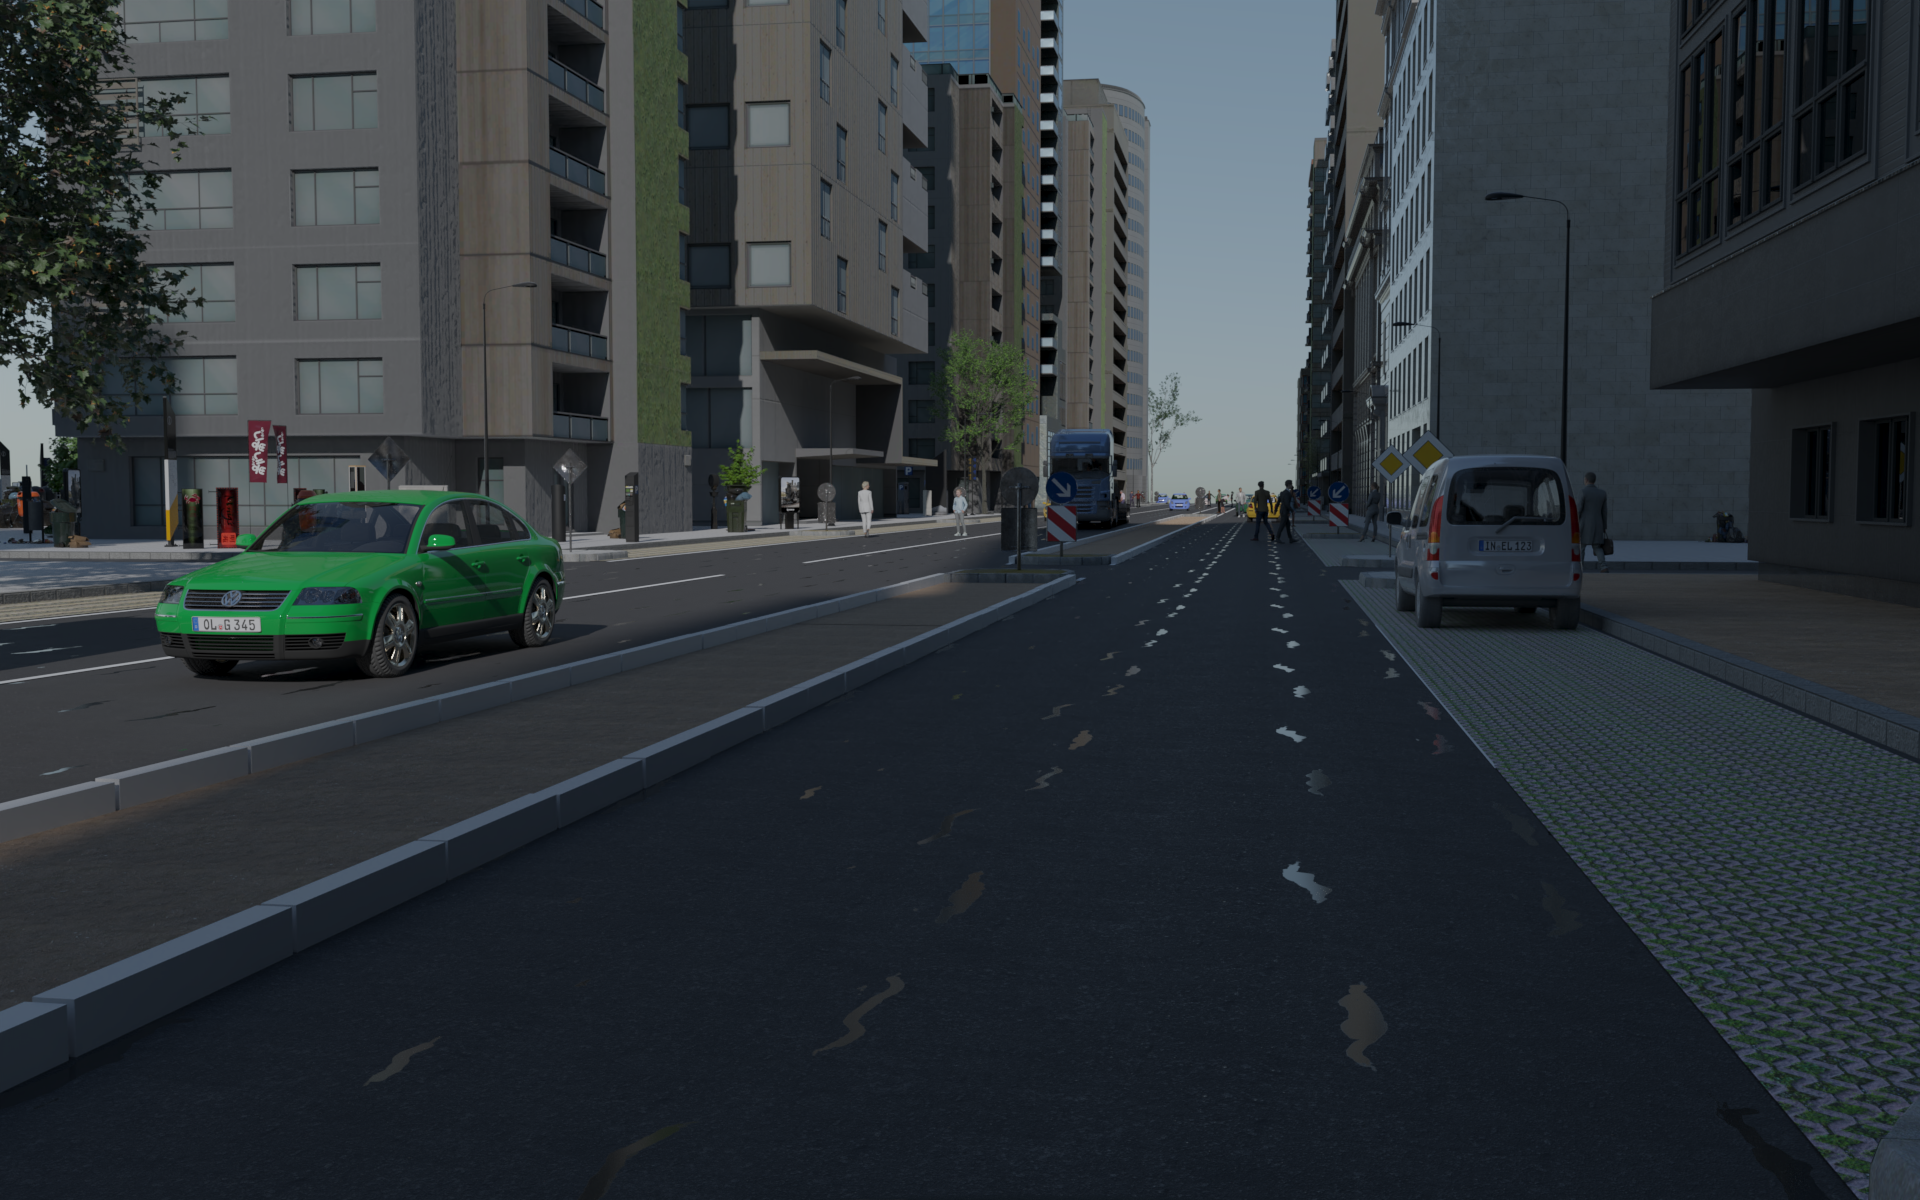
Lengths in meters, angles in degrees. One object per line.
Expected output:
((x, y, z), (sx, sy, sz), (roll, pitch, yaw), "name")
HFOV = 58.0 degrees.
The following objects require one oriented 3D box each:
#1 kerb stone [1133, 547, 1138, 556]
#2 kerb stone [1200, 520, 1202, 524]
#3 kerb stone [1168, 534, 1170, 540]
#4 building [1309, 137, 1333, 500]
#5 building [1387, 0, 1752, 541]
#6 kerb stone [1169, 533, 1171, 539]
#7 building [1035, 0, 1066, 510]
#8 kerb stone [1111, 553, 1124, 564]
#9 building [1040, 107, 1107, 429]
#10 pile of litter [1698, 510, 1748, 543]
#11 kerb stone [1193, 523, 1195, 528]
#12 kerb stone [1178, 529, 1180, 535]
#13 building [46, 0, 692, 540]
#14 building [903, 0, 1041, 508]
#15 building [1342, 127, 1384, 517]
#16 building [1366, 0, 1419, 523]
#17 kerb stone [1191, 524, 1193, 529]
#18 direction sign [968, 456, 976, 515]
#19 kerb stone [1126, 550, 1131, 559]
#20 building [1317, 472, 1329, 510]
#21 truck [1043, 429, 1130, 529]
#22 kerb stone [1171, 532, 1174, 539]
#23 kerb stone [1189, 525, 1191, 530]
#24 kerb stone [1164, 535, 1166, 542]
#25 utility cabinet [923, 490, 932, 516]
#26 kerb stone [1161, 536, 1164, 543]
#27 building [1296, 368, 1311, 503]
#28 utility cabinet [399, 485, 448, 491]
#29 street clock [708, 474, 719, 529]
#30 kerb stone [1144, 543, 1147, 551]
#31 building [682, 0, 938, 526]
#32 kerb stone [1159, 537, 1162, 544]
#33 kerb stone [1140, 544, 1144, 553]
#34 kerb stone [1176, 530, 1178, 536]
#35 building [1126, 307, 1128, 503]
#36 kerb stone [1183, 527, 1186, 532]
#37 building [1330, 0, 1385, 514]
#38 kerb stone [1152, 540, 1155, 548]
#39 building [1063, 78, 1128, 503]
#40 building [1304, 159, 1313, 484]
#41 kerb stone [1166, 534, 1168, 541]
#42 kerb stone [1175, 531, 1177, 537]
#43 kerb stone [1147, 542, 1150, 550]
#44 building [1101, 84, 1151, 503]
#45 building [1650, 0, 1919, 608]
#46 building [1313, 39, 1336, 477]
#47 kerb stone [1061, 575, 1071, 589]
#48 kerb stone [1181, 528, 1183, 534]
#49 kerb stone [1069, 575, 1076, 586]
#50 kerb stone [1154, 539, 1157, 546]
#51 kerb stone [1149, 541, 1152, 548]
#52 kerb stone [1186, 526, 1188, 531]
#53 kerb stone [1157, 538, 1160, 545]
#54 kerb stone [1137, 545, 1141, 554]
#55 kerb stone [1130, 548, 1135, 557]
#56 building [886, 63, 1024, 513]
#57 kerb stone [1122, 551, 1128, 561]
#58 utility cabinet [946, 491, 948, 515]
((3.946, -1.080, 39.852), (0.120, 0.150, 1.000), (1, 4, 10), "kerb stone")
((10.873, -3.485, 79.177), (0.120, 0.150, 1.000), (1, 4, 10), "kerb stone")
((6.254, -1.881, 52.954), (0.120, 0.150, 1.000), (1, 4, 10), "kerb stone")
((47.748, -31.609, 200.405), (14.154, 41.232, 14.086), (1, 4, 10), "building")
((19.719, -12.274, 55.433), (10.420, 20.320, 16.860), (1, 4, 10), "building")
((6.424, -1.944, 53.972), (0.120, 0.150, 1.000), (1, 4, 10), "kerb stone")
((-1.198, -51.628, 156.786), (22.319, 86.520, 31.000), (1, 4, 10), "building")
((3.228, -0.828, 35.799), (0.120, 0.150, 1.000), (1, 4, 10), "kerb stone")
((7.507, -30.330, 179.486), (14.154, 41.232, 14.086), (1, 4, 10), "building")
((20.386, -1.949, 45.838), (1.176, 0.858, 1.719), (-1, 4, -11), "pile of litter")
((9.456, -2.988, 71.100), (0.120, 0.150, 1.000), (1, 4, 10), "kerb stone")
((7.317, -2.251, 59.006), (0.120, 0.150, 1.000), (1, 4, 10), "kerb stone")
((-17.290, -22.576, 52.715), (14.154, 41.232, 14.086), (1, 4, 10), "building")
((-1.523, -29.633, 134.604), (14.600, 45.320, 14.200), (1, 4, 10), "building")
((28.403, -15.535, 95.799), (13.314, 21.916, 24.055), (1, 4, 10), "building")
((24.805, -17.566, 73.113), (13.634, 28.700, 20.117), (1, 4, 10), "building")
((9.098, -2.868, 69.083), (0.120, 0.150, 1.000), (1, 4, 10), "kerb stone")
((0.744, -6.860, 104.154), (0.379, 3.537, 0.876), (-2, 4, -31), "direction sign")
((3.581, -0.957, 37.835), (0.120, 0.150, 1.000), (1, 4, 10), "kerb stone")
((45.407, -27.320, 138.557), (32.217, 40.220, 23.993), (1, 4, 10), "building")
((5.974, -5.360, 77.387), (2.967, 4.110, 18.799), (1, 4, 8), "truck")
((6.611, -2.003, 54.978), (0.120, 0.150, 1.000), (1, 4, 10), "kerb stone")
((8.749, -2.741, 67.069), (0.120, 0.150, 1.000), (1, 4, 10), "kerb stone")
((5.901, -1.758, 50.936), (0.120, 0.150, 1.000), (1, 4, 10), "kerb stone")
((-1.889, -5.625, 100.642), (0.318, 1.500, 1.173), (-1, 4, -11), "utility cabinet")
((5.725, -1.696, 49.929), (0.120, 0.150, 1.000), (1, 4, 10), "kerb stone")
((62.817, -24.736, 249.468), (27.650, 21.520, 28.899), (1, 4, 10), "building")
((-13.574, -2.152, 43.861), (1.173, 1.500, 0.318), (-1, 4, -12), "utility cabinet")
((-8.956, -3.577, 63.051), (0.358, 2.002, 0.471), (-2, 4, -33), "street clock")
((4.477, -1.265, 42.875), (0.120, 0.150, 1.000), (1, 4, 10), "kerb stone")
((-16.730, -30.104, 81.443), (28.713, 52.752, 27.495), (1, 4, 10), "building")
((5.540, -1.635, 48.924), (0.120, 0.150, 1.000), (1, 4, 10), "kerb stone")
((4.295, -1.203, 41.866), (0.120, 0.150, 1.000), (1, 4, 10), "kerb stone")
((7.137, -2.188, 58.000), (0.120, 0.150, 1.000), (1, 4, 10), "kerb stone")
((14.296, -27.785, 225.978), (14.160, 30.474, 14.107), (1, 4, 10), "building")
((8.036, -2.498, 63.042), (0.120, 0.150, 1.000), (1, 4, 10), "kerb stone")
((36.491, -30.157, 116.765), (21.300, 48.544, 21.600), (1, 4, 10), "building")
((5.006, -1.450, 45.903), (0.120, 0.150, 1.000), (1, 4, 10), "kerb stone")
((8.583, -35.711, 207.571), (21.300, 48.544, 21.600), (1, 4, 10), "building")
((55.418, -34.628, 220.786), (22.147, 44.769, 28.867), (1, 4, 10), "building")
((6.071, -1.819, 51.944), (0.120, 0.150, 1.000), (1, 4, 10), "kerb stone")
((6.963, -2.128, 56.993), (0.120, 0.150, 1.000), (1, 4, 10), "kerb stone")
((4.660, -1.326, 43.889), (0.120, 0.150, 1.000), (1, 4, 10), "kerb stone")
((15.599, -43.171, 247.848), (21.231, 58.520, 28.212), (1, 4, 10), "building")
((15.088, -13.387, 12.390), (14.314, 27.812, 24.014), (1, 4, 10), "building")
((46.391, -33.412, 165.896), (23.786, 49.044, 30.456), (1, 4, 10), "building")
((1.522, -0.241, 26.142), (0.120, 0.150, 1.000), (1, 4, 10), "kerb stone")
((7.678, -2.375, 61.023), (0.120, 0.150, 1.000), (1, 4, 10), "kerb stone")
((1.703, -0.300, 27.148), (0.120, 0.150, 1.000), (1, 4, 10), "kerb stone")
((5.187, -1.509, 46.911), (0.120, 0.150, 1.000), (1, 4, 10), "kerb stone")
((4.832, -1.388, 44.897), (0.120, 0.150, 1.000), (1, 4, 10), "kerb stone")
((8.394, -2.621, 65.054), (0.120, 0.150, 1.000), (1, 4, 10), "kerb stone")
((5.365, -1.572, 47.918), (0.120, 0.150, 1.000), (1, 4, 10), "kerb stone")
((4.120, -1.141, 40.859), (0.120, 0.150, 1.000), (1, 4, 10), "kerb stone")
((3.762, -1.012, 38.847), (0.120, 0.150, 1.000), (1, 4, 10), "kerb stone")
((-3.476, -21.332, 120.476), (14.160, 30.474, 14.107), (1, 4, 10), "building")
((3.409, -0.893, 36.811), (0.120, 0.150, 1.000), (1, 4, 10), "kerb stone")
((-1.331, -5.967, 106.234), (1.173, 1.500, 0.318), (-1, 4, -21), "utility cabinet")
